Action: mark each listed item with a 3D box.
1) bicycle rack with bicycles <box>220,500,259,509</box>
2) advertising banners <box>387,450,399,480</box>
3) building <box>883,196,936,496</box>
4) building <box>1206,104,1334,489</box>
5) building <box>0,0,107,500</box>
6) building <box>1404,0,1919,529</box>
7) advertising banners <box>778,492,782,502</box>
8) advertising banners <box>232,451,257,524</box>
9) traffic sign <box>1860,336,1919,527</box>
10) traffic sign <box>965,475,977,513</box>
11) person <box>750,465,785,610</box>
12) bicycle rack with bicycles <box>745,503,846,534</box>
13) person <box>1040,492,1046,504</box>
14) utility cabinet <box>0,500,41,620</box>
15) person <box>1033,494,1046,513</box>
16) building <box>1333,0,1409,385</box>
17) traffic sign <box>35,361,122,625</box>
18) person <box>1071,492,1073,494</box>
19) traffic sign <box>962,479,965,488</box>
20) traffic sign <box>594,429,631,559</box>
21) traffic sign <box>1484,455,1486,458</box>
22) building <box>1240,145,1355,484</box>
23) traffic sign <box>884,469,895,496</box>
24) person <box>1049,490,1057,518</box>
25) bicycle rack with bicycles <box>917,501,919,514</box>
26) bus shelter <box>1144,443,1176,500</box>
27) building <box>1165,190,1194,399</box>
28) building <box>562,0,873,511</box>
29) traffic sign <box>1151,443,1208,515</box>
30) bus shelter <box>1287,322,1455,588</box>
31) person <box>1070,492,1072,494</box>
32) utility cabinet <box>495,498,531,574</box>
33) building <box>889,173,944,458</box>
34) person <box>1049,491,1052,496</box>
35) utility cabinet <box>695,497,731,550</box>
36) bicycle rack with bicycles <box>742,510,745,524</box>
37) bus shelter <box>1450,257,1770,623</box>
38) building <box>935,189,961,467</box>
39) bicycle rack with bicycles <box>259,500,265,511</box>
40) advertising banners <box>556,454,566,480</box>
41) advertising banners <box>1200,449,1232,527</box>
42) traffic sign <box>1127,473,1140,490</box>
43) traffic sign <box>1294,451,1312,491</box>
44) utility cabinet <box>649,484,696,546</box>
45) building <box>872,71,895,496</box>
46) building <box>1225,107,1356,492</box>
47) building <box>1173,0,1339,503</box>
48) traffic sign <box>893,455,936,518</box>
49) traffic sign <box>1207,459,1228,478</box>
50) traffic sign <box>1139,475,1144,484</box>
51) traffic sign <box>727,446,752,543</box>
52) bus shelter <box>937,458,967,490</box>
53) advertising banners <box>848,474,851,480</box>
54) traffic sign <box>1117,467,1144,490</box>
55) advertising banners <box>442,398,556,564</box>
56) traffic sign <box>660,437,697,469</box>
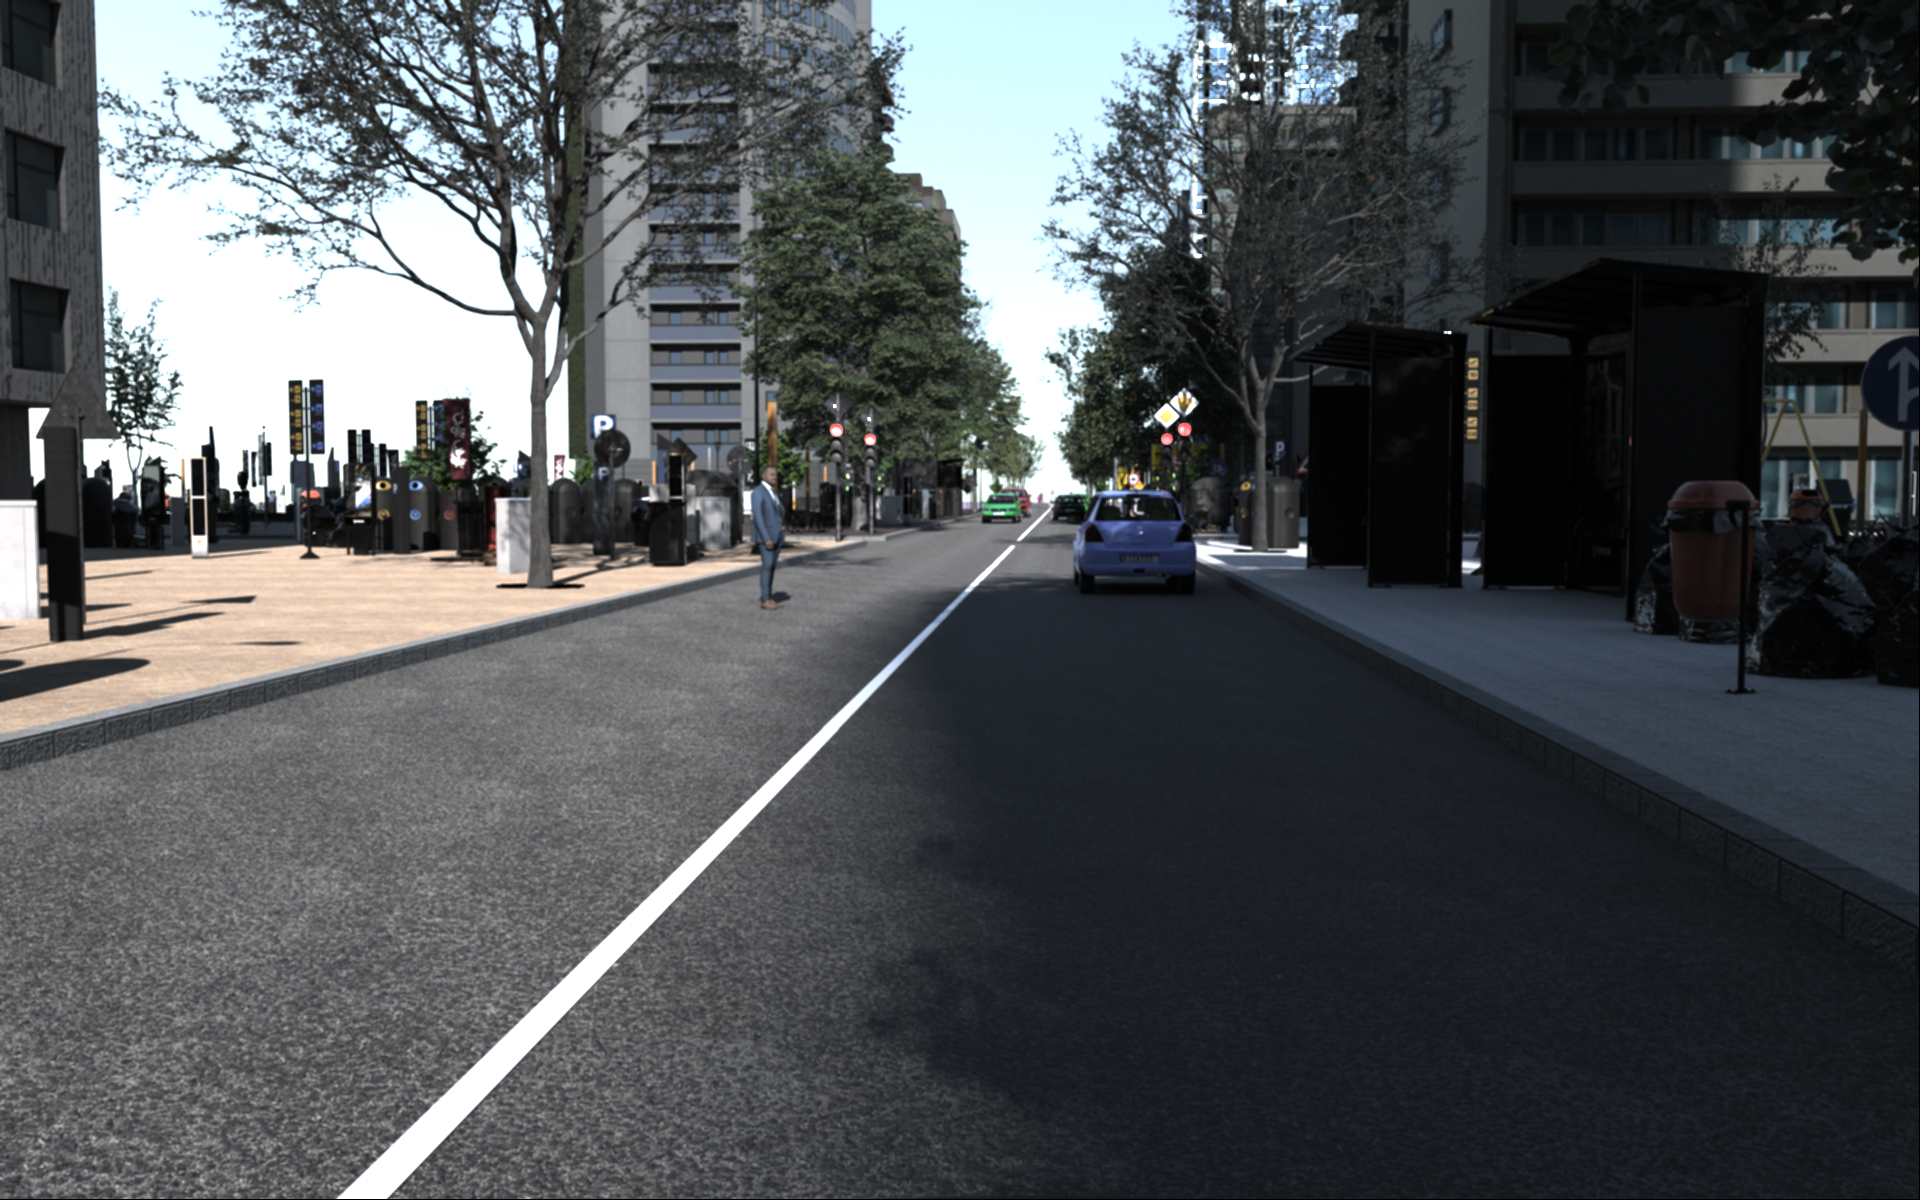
[{"bbox_3d":[-48.631,-6.196,114.688,2.852,0.926,2.925,3,5,44],"label":"bicycle rack with bicycles"},{"bbox_3d":[-21.322,-4.352,67.340,2.074,3.025,0.090,1,4,12],"label":"advertising banners"},{"bbox_3d":[-10.725,-33.506,231.416,14.154,41.232,14.086,0,4,3],"label":"building"},{"bbox_3d":[33.275,-30.684,185.272,14.154,41.232,14.086,0,4,3],"label":"building"},{"bbox_3d":[-23.027,-15.666,27.842,14.107,30.474,14.160,0,4,3],"label":"building"},{"bbox_3d":[29.986,-27.373,71.247,21.600,48.544,21.300,0,4,3],"label":"building"},{"bbox_3d":[-4.968,-3.081,46.561,0.090,3.025,2.074,-1,4,-13],"label":"advertising banners"},{"bbox_3d":[-28.846,-4.511,69.948,0.090,3.025,2.074,0,4,5],"label":"advertising banners"},{"bbox_3d":[7.672,-0.852,14.040,0.768,2.556,0.104,1,4,10],"label":"traffic sign"},{"bbox_3d":[0.720,-7.052,115.405,0.768,2.556,0.104,0,4,6],"label":"traffic sign"},{"bbox_3d":[-2.420,-0.801,21.785,0.419,1.800,0.721,1,4,9],"label":"person"},{"bbox_3d":[-5.080,-2.709,57.679,2.925,0.926,2.852,-3,4,-36],"label":"bicycle rack with bicycles"},{"bbox_3d":[11.779,-14.755,250.463,1.217,1.735,0.721,0,4,7],"label":"person"},{"bbox_3d":[-9.946,-0.394,17.603,1.020,1.237,0.306,-2,4,-31],"label":"utility cabinet"},{"bbox_3d":[6.135,-7.483,134.072,0.991,1.433,0.599,1,4,10],"label":"person"},{"bbox_3d":[35.514,-27.731,108.032,22.147,44.769,28.867,0,4,3],"label":"building"},{"bbox_3d":[-8.601,-1.034,16.904,0.884,2.594,0.081,0,4,5],"label":"traffic sign"},{"bbox_3d":[16.936,-15.495,262.624,1.217,1.735,0.721,-2,4,-24],"label":"person"},{"bbox_3d":[0.066,-7.244,120.560,0.606,2.300,0.079,0,4,4],"label":"traffic sign"},{"bbox_3d":[-6.831,-2.072,33.987,0.768,2.556,0.104,1,4,13],"label":"traffic sign"},{"bbox_3d":[8.230,-1.573,25.719,0.884,2.594,0.081,1,4,13],"label":"traffic sign"},{"bbox_3d":[30.854,-22.994,147.659,14.160,30.474,14.107,0,4,3],"label":"building"},{"bbox_3d":[-3.470,-5.318,87.059,0.768,2.556,0.104,0,4,8],"label":"traffic sign"},{"bbox_3d":[5.600,-5.789,104.158,0.512,1.701,0.522,1,4,18],"label":"person"},{"bbox_3d":[-1.876,-5.757,107.507,2.852,0.926,2.925,1,4,9],"label":"bicycle rack with bicycles"},{"bbox_3d":[12.267,-7.689,103.345,2.179,5.291,8.768,0,4,3],"label":"bus shelter"},{"bbox_3d":[43.235,-39.837,270.941,23.786,49.044,30.456,0,4,3],"label":"building"},{"bbox_3d":[-19.304,-36.869,144.811,21.231,58.520,28.212,0,4,3],"label":"building"},{"bbox_3d":[8.829,-4.646,69.838,2.265,3.308,0.079,1,4,8],"label":"traffic sign"},{"bbox_3d":[6.302,-2.168,26.732,1.731,3.624,6.357,0,4,3],"label":"bus shelter"},{"bbox_3d":[16.065,-14.801,251.169,0.621,1.740,0.551,-2,4,-34],"label":"person"},{"bbox_3d":[-7.124,-1.043,28.217,0.306,1.237,1.020,1,4,23],"label":"utility cabinet"},{"bbox_3d":[-10.148,-36.409,245.399,14.600,45.320,14.200,0,4,3],"label":"building"},{"bbox_3d":[12.423,-13.861,234.993,0.709,1.838,0.599,-2,4,-31],"label":"person"},{"bbox_3d":[-5.690,-1.755,39.851,0.306,1.237,1.020,2,4,29],"label":"utility cabinet"},{"bbox_3d":[-7.753,-3.678,73.521,2.852,0.926,2.925,3,4,36],"label":"bicycle rack with bicycles"},{"bbox_3d":[7.387,-1.773,20.271,1.731,3.624,6.357,0,4,3],"label":"bus shelter"},{"bbox_3d":[-11.033,-40.022,278.064,21.300,48.544,21.600,0,4,3],"label":"building"},{"bbox_3d":[-52.608,-7.229,131.583,2.925,0.926,2.852,-2,4,-35],"label":"bicycle rack with bicycles"},{"bbox_3d":[-18.398,-4.899,76.282,2.074,3.025,0.090,-1,4,-17],"label":"advertising banners"},{"bbox_3d":[10.022,-4.384,67.872,0.090,3.025,2.074,3,5,44],"label":"advertising banners"},{"bbox_3d":[10.337,-6.312,103.301,0.768,2.556,0.104,1,4,9],"label":"traffic sign"},{"bbox_3d":[9.382,-2.837,46.382,0.884,2.594,0.081,0,4,5],"label":"traffic sign"},{"bbox_3d":[-6.397,-1.829,38.583,1.173,1.500,0.318,3,4,37],"label":"utility cabinet"},{"bbox_3d":[-18.198,-31.749,173.721,22.147,44.769,28.867,0,4,3],"label":"building"},{"bbox_3d":[41.369,-28.984,165.775,32.217,40.220,23.993,0,4,3],"label":"building"},{"bbox_3d":[40.448,-56.664,239.129,22.319,86.520,31.000,0,4,3],"label":"building"},{"bbox_3d":[-2.384,-5.948,91.129,2.265,3.308,0.079,0,4,5],"label":"traffic sign"},{"bbox_3d":[9.256,-3.811,62.418,0.768,2.556,0.104,1,4,12],"label":"traffic sign"},{"bbox_3d":[10.435,-5.930,97.055,0.768,2.556,0.104,0,4,5],"label":"traffic sign"},{"bbox_3d":[-5.761,-2.774,45.465,0.768,2.556,0.104,1,4,9],"label":"traffic sign"},{"bbox_3d":[-0.551,-7.605,115.617,1.731,3.624,6.357,0,4,4],"label":"bus shelter"},{"bbox_3d":[-8.068,-7.203,113.963,2.074,3.025,0.090,1,4,20],"label":"advertising banners"},{"bbox_3d":[12.789,-8.212,128.138,2.265,3.308,0.079,0,4,6],"label":"traffic sign"},{"bbox_3d":[-8.418,-2.162,31.539,2.074,3.025,0.090,1,4,9],"label":"advertising banners"},{"bbox_3d":[-5.723,-2.081,35.216,0.795,2.450,0.064,1,4,9],"label":"traffic sign"}]
